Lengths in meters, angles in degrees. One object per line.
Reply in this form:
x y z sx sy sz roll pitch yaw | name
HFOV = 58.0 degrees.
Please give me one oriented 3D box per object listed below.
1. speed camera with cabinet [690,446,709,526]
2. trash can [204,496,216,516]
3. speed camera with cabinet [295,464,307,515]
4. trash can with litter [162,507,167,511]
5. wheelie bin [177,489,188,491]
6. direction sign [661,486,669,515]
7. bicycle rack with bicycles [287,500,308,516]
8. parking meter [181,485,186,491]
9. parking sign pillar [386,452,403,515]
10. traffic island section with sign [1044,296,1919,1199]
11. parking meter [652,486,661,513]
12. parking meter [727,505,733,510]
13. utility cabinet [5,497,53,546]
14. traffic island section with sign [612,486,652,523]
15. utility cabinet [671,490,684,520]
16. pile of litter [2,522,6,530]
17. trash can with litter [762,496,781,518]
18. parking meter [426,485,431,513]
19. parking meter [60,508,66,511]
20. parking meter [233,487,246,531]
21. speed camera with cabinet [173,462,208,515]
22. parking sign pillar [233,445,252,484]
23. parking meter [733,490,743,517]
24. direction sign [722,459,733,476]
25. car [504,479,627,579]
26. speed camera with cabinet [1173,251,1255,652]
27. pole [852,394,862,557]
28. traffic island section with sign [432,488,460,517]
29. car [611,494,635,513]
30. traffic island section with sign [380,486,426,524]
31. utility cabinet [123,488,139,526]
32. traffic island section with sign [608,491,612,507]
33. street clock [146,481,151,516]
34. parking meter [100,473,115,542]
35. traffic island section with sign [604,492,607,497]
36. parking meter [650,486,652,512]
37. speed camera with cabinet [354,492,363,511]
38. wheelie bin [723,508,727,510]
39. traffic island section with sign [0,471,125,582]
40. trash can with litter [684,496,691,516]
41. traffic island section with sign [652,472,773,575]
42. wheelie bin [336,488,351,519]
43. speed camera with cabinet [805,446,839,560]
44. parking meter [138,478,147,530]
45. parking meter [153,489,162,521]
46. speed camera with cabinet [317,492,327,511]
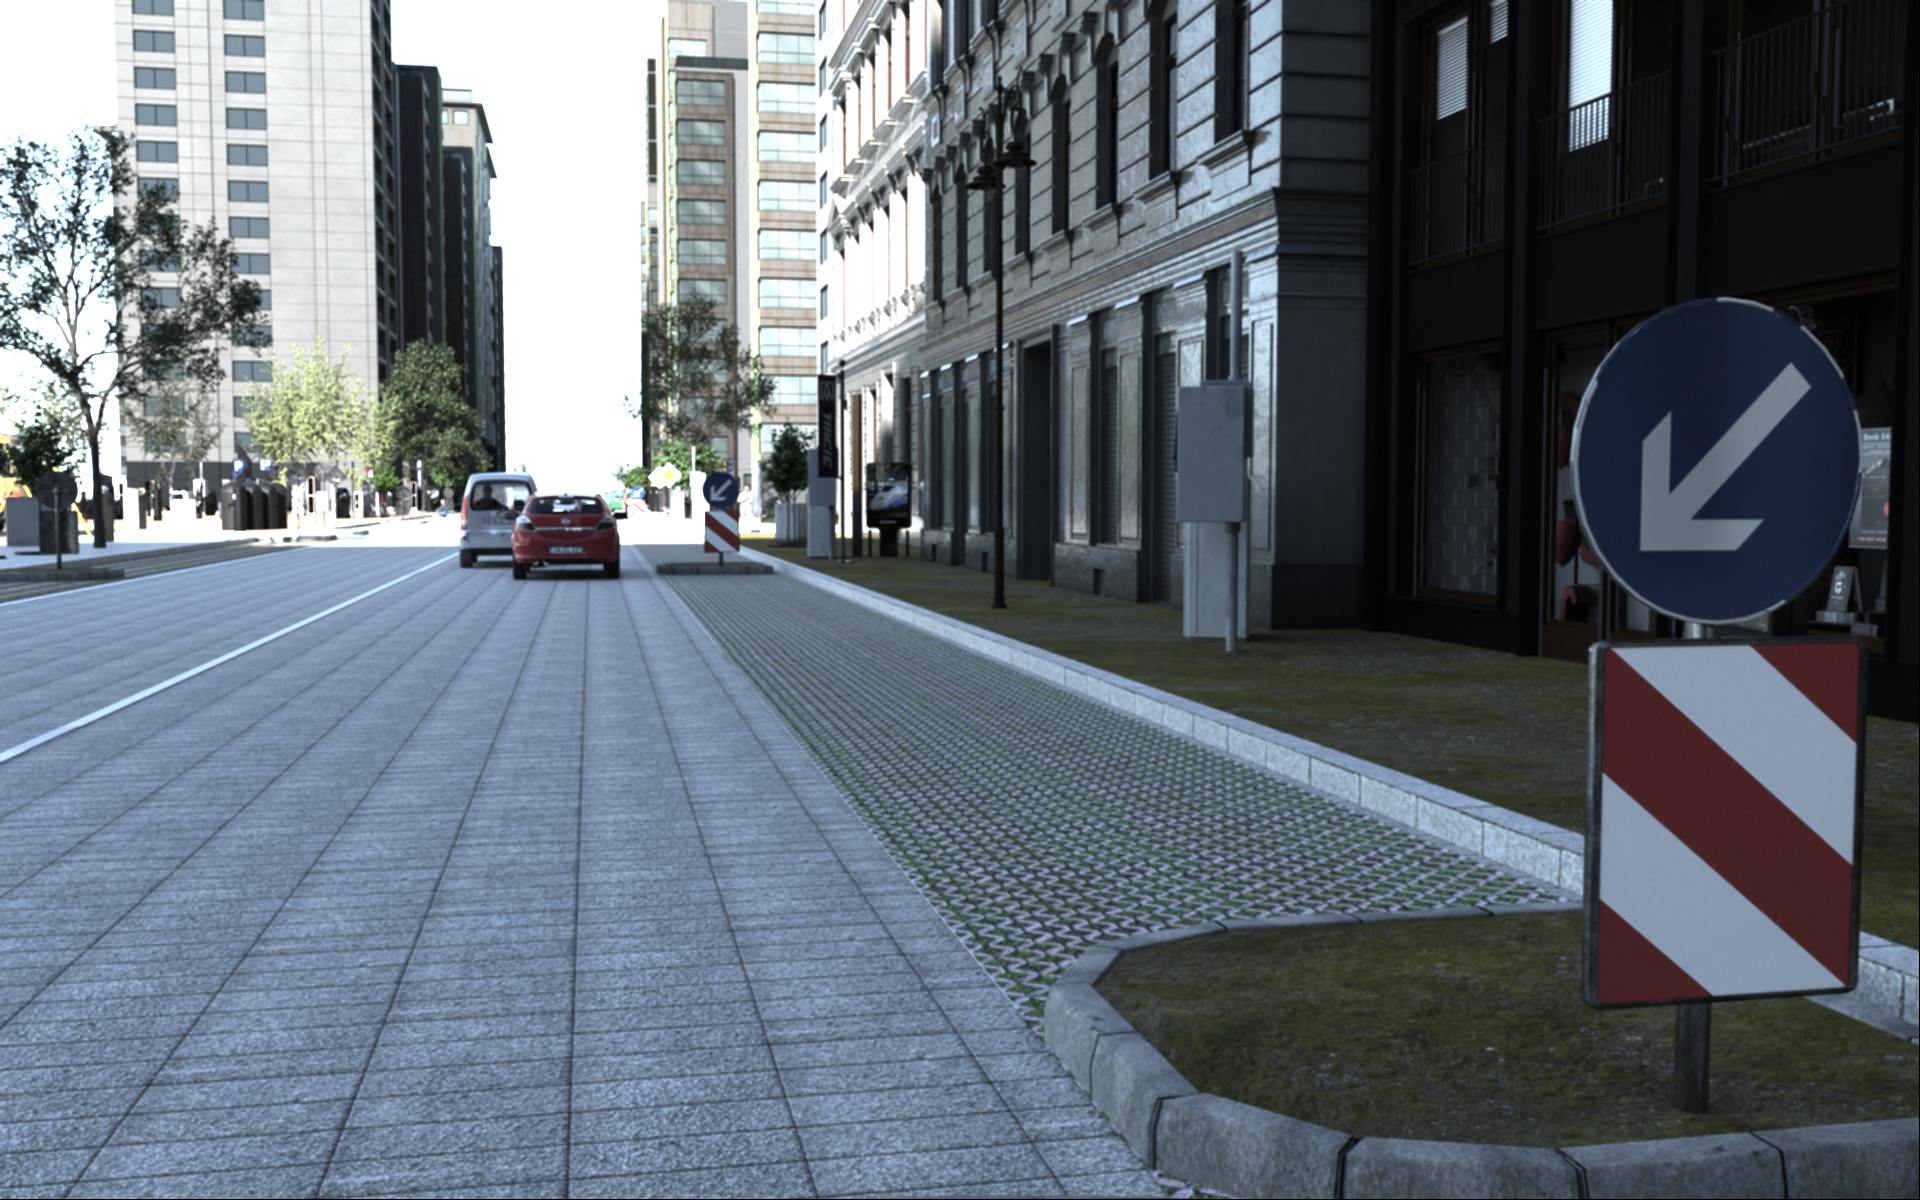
-10.655 -4.688 70.989 0.660 3.252 2.038 -1 4 -14 | speed camera with cabinet
-44.236 -5.536 102.165 0.748 1.137 0.748 0 3 0 | trash can
-40.361 -6.819 105.818 0.660 3.252 2.038 -1 4 -14 | speed camera with cabinet
-59.934 -7.247 129.874 1.055 1.170 0.624 -1 4 -18 | trash can with litter
-50.497 -6.403 112.598 0.980 1.594 0.693 -1 4 -18 | wheelie bin
-20.833 -7.914 121.396 0.379 3.537 0.876 -2 4 -28 | direction sign
-39.101 -5.338 100.662 2.852 0.926 2.925 -2 4 -32 | bicycle rack with bicycles
-48.557 -6.276 108.315 0.255 1.863 0.399 -1 4 -18 | parking meter
-35.638 -7.382 109.168 1.447 3.967 1.447 1 4 13 | parking sign pillar
1.279 0.268 4.250 1.989 1.847 2.006 -1 4 -12 | traffic island section with sign
-20.920 -6.998 120.128 0.399 1.863 0.255 3 5 39 | parking meter
-13.128 -5.539 98.971 0.372 1.533 0.369 0 3 0 | parking meter
-23.070 -1.943 42.937 1.020 1.237 0.306 -2 4 -33 | utility cabinet
-16.051 -4.716 85.732 1.989 1.847 2.006 -1 4 -12 | traffic island section with sign
-13.841 -4.667 84.986 0.318 1.500 1.173 -2 4 -25 | utility cabinet
-35.881 -3.228 66.749 1.719 0.858 1.176 -2 4 -35 | pile of litter
-8.884 -4.270 81.196 0.624 1.170 1.055 2 4 26 | trash can with litter
-36.058 -6.838 117.516 0.255 1.863 0.399 -1 4 -17 | parking meter
-41.160 -4.336 79.307 0.372 1.533 0.369 0 3 0 | parking meter
-24.769 -3.127 59.533 0.372 1.533 0.369 0 3 0 | parking meter
-47.296 -6.847 106.289 2.038 3.252 0.660 0 4 -2 | speed camera with cabinet
-38.997 -6.463 94.150 1.447 3.967 1.447 3 5 41 | parking sign pillar
-12.224 -5.367 96.158 0.372 1.533 0.369 0 3 0 | parking meter
-14.866 -7.260 110.705 0.876 3.537 0.379 2 4 35 | direction sign
-6.979 -1.325 30.697 2.155 1.783 4.494 -1 4 -13 | car
2.211 -1.258 14.909 0.660 3.252 2.038 1 4 12 | speed camera with cabinet
-2.106 -2.546 35.474 0.158 3.312 0.155 0 3 0 | pole
-32.393 -6.190 109.835 1.989 1.847 2.006 -1 4 -12 | traffic island section with sign
-26.096 -7.660 134.034 1.959 1.807 4.718 -1 4 -12 | car
-26.656 -4.545 82.934 1.989 1.847 2.006 -1 4 -12 | traffic island section with sign
-32.778 -3.659 68.504 0.318 1.500 1.173 -3 4 -37 | utility cabinet
-21.653 -6.329 112.101 1.989 1.847 2.006 -1 4 -12 | traffic island section with sign
-46.615 -5.808 99.529 0.471 2.002 0.358 -1 4 -22 | street clock
-22.841 -2.486 46.363 0.399 1.863 0.255 -1 4 -21 | parking meter
-31.963 -9.292 160.545 1.989 1.847 2.006 -1 4 -12 | traffic island section with sign
-21.494 -7.052 121.013 0.255 1.863 0.399 -2 4 -32 | parking meter
-45.551 -8.441 132.340 2.038 3.252 0.660 3 5 43 | speed camera with cabinet
-14.724 -6.076 107.247 0.980 1.594 0.693 0 4 0 | wheelie bin
-15.199 -1.245 28.987 1.989 1.847 2.006 -1 4 -12 | traffic island section with sign
-15.803 -5.315 98.287 1.055 1.170 0.624 0 4 -2 | trash can with litter
-4.485 -1.390 31.353 1.989 1.847 2.006 -1 4 -12 | traffic island section with sign
-32.302 -5.057 90.596 0.980 1.594 0.693 1 4 22 | wheelie bin
-2.752 -2.445 34.308 0.660 3.252 2.038 0 4 -6 | speed camera with cabinet
-29.595 -3.484 62.678 0.255 1.863 0.399 -2 4 -24 | parking meter
-38.162 -4.523 82.355 0.372 1.533 0.369 0 3 0 | parking meter
-48.491 -8.265 129.468 2.038 3.252 0.660 -3 4 -37 | speed camera with cabinet
